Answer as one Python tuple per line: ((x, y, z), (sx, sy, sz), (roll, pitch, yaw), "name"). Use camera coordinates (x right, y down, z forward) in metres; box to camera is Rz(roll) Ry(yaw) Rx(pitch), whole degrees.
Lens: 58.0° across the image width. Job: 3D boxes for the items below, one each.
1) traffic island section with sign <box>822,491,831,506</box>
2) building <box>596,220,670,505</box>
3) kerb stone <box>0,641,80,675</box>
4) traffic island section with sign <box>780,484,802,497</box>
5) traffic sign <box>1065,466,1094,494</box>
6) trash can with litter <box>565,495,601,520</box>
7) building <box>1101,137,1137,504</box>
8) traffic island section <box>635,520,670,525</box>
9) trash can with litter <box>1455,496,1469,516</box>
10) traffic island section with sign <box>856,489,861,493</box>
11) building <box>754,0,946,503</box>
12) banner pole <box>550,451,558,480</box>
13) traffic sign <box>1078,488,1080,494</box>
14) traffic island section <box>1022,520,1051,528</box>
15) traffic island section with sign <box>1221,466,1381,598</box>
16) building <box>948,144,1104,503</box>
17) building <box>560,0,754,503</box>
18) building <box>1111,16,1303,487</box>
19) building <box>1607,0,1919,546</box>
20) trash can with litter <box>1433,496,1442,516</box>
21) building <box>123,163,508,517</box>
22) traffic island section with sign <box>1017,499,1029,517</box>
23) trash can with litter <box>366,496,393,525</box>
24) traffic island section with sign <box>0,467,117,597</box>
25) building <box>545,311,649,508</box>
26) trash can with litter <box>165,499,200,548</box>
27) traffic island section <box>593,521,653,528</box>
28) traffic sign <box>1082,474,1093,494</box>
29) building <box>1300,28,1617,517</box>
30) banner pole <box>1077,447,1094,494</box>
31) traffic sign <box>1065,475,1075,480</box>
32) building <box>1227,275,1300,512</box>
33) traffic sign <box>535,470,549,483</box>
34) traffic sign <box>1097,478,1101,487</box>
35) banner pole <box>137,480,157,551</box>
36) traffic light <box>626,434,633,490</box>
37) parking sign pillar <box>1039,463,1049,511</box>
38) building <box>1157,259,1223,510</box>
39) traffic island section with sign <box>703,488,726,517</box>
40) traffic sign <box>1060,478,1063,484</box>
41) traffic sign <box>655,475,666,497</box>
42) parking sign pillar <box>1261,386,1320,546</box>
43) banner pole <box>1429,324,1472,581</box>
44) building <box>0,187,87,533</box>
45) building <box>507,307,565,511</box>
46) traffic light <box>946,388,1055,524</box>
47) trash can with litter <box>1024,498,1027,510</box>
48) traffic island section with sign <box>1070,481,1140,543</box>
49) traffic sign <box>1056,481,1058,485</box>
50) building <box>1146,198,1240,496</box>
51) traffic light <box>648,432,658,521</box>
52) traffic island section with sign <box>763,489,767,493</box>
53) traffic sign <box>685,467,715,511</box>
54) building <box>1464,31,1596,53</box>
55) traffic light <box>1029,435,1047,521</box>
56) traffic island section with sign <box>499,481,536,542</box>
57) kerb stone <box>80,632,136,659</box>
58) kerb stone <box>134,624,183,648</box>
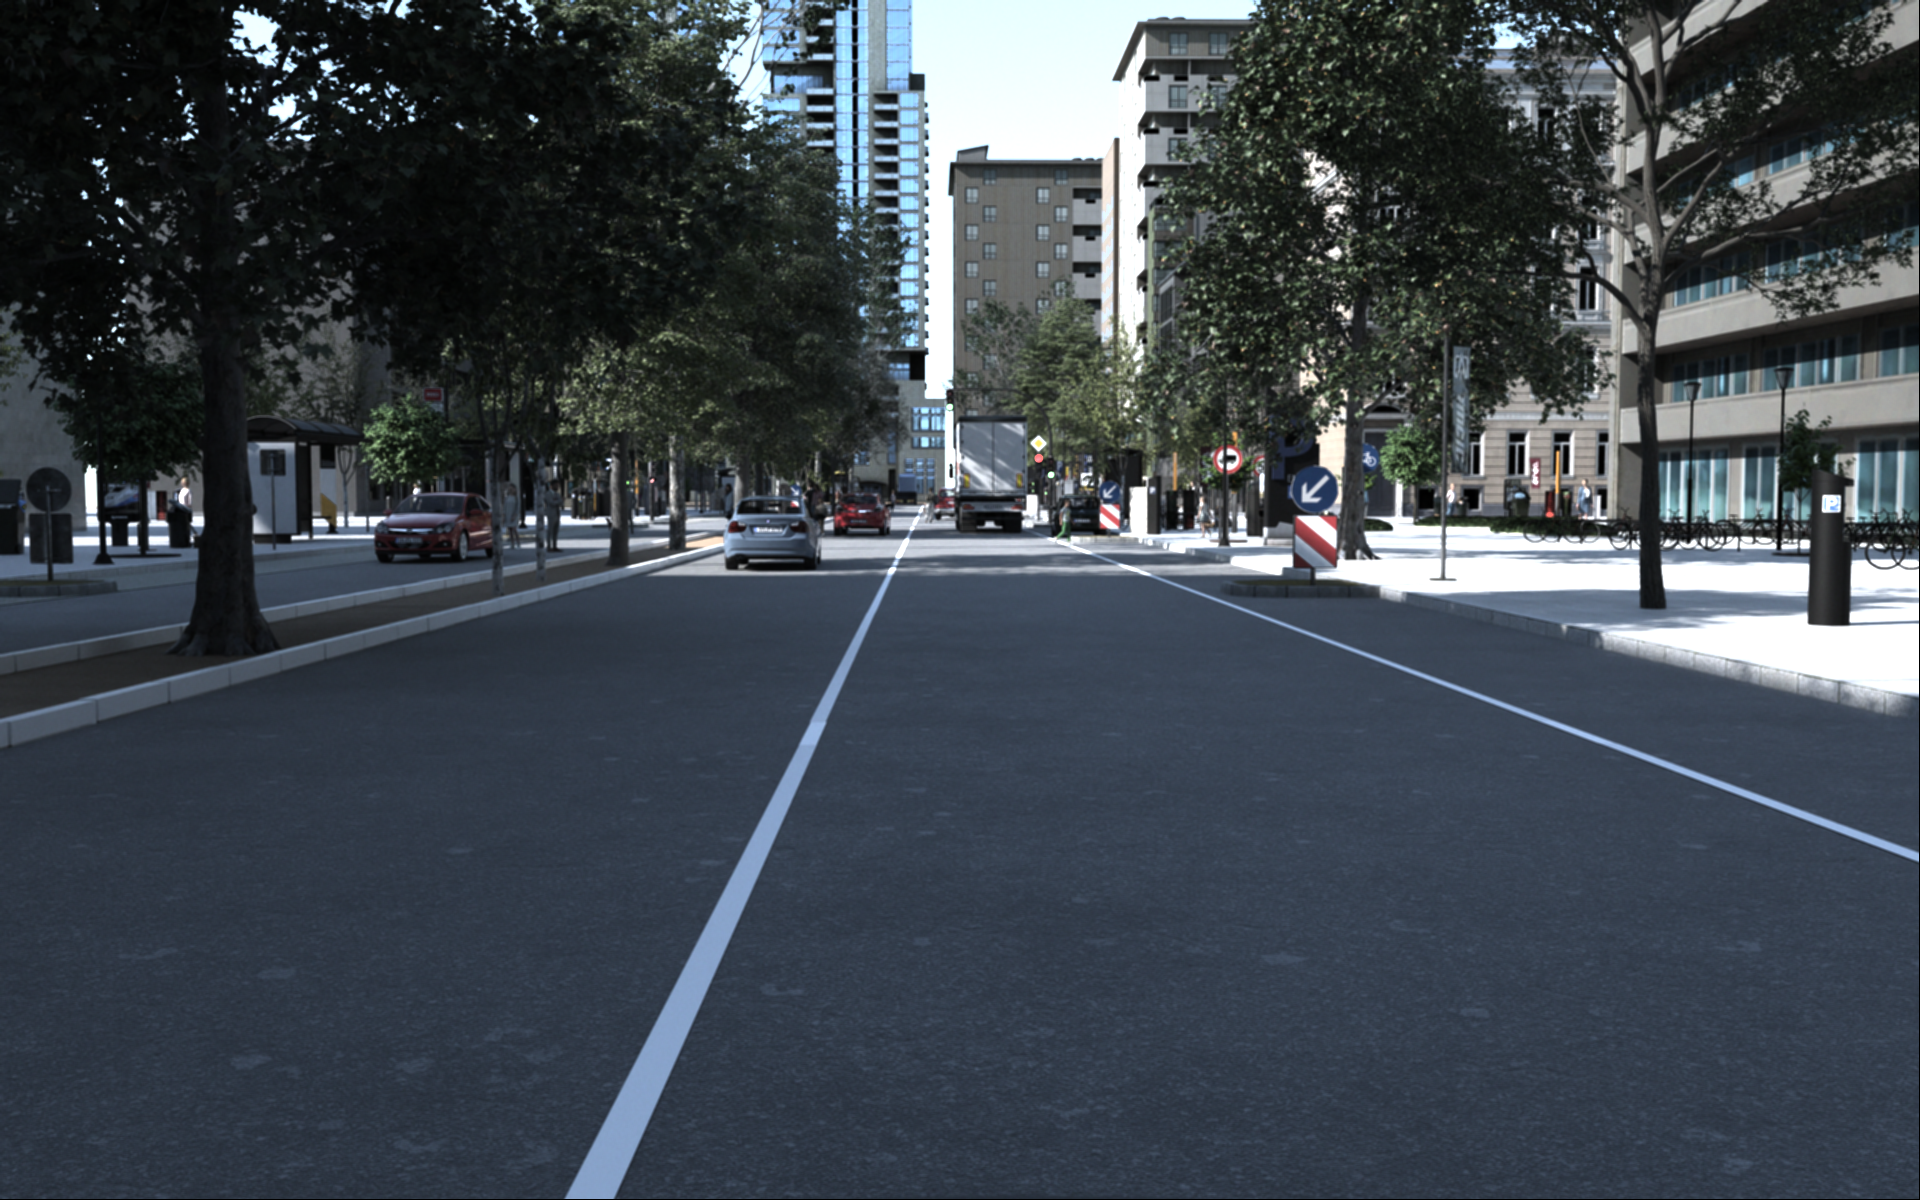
((-16.664, -12.391, 211.221), (1.989, 1.847, 2.006), (0, 4, -1), "traffic island section with sign")
((-47.549, -33.769, 206.755), (28.867, 44.769, 22.147), (0, 4, -1), "building")
((-7.626, 0.479, 14.369), (0.120, 0.150, 1.000), (0, 4, -1), "kerb stone")
((-7.778, -4.530, 82.205), (2.006, 1.907, 1.989), (0, 4, -1), "traffic island section with sign")
((8.809, -8.099, 126.290), (2.265, 3.308, 0.079), (0, 4, 3), "traffic sign")
((-18.533, -4.541, 85.302), (1.678, 1.210, 2.233), (-1, 4, -16), "trash can with litter")
((24.954, -34.410, 212.722), (14.600, 45.320, 14.200), (0, 4, -1), "building")
((-14.674, -3.679, 82.426), (2.009, 0.180, 2.903), (0, 4, -1), "traffic island section")
((23.977, -4.403, 83.370), (0.624, 1.170, 1.055), (-2, 4, -29), "trash can with litter")
((-9.136, -9.125, 157.331), (2.006, 1.907, 1.989), (0, 4, -1), "traffic island section with sign")
((-17.775, -58.176, 263.843), (31.000, 86.520, 22.319), (0, 4, -1), "building")
((-21.629, -6.250, 92.211), (0.401, 3.779, 0.863), (-3, 5, -45), "banner pole")
((7.529, -6.692, 109.526), (0.768, 2.556, 0.104), (0, 4, 5), "traffic sign")
((3.765, -3.698, 82.751), (2.009, 0.180, 2.903), (0, 4, -1), "traffic island section")
((4.812, -0.992, 24.848), (1.989, 1.847, 2.006), (0, 4, -1), "traffic island section with sign")
((11.990, -41.587, 269.186), (27.495, 52.752, 28.713), (0, 4, -1), "building")
((-48.783, -58.186, 264.006), (31.000, 86.520, 22.319), (0, 4, -1), "building")
((32.349, -36.824, 191.315), (28.713, 52.752, 27.495), (0, 4, -1), "building")
((33.122, -25.948, 47.945), (21.300, 48.544, 21.600), (0, 4, -1), "building")
((23.636, -4.523, 85.333), (0.624, 1.170, 1.055), (1, 4, 18), "trash can with litter")
((-39.473, -17.847, 110.865), (14.314, 24.678, 30.058), (0, 4, -1), "building")
((3.305, -6.091, 108.212), (1.989, 1.847, 2.006), (0, 4, -1), "traffic island section with sign")
((-23.780, -3.727, 71.990), (1.678, 1.210, 2.233), (-1, 4, -23), "trash can with litter")
((-13.318, -0.991, 24.827), (1.989, 1.847, 2.006), (0, 4, -1), "traffic island section with sign")
((-46.826, -19.978, 171.678), (27.650, 21.520, 28.899), (0, 4, -1), "building")
((-18.333, -1.826, 41.246), (1.055, 1.170, 0.624), (0, 4, -1), "trash can with litter")
((-14.530, -3.190, 74.442), (2.009, 0.180, 2.903), (0, 4, -1), "traffic island section")
((6.299, -5.108, 85.644), (0.606, 2.300, 0.079), (0, 4, 2), "traffic sign")
((31.179, -19.367, 102.557), (20.117, 28.700, 13.634), (0, 4, -1), "building")
((6.907, -6.348, 93.800), (0.863, 3.779, 0.401), (0, 4, 3), "banner pole")
((6.911, -6.590, 107.849), (0.768, 2.556, 0.104), (0, 4, 7), "traffic sign")
((24.423, -16.518, 119.219), (9.793, 20.994, 18.267), (0, 4, -1), "building")
((-21.185, -5.359, 87.723), (0.768, 2.556, 0.104), (0, 4, 1), "traffic sign")
((8.366, -6.364, 106.177), (0.606, 2.300, 0.079), (0, 4, 7), "traffic sign")
((-18.470, -3.022, 39.425), (0.401, 3.779, 0.863), (0, 4, -5), "banner pole")
((-14.490, -5.222, 74.308), (0.839, 4.253, 0.868), (0, 4, -1), "traffic light")
((6.507, -8.891, 133.847), (1.447, 3.967, 1.447), (2, 4, 30), "parking sign pillar")
((25.264, -19.828, 143.248), (14.314, 24.678, 30.058), (0, 4, -1), "building")
((-14.794, -6.019, 107.045), (1.989, 1.847, 2.006), (0, 4, -1), "traffic island section with sign")
((8.393, -8.603, 140.758), (0.768, 2.556, 0.104), (0, 4, 7), "traffic sign")
((-19.953, -7.050, 115.372), (0.768, 2.556, 0.104), (0, 4, 4), "traffic sign")
((8.240, -3.336, 43.021), (1.447, 3.967, 1.447), (-1, 4, -9), "parking sign pillar")
((7.339, -2.185, 25.735), (0.863, 3.779, 0.401), (-3, 5, -40), "banner pole")
((-38.826, -12.222, 54.577), (16.860, 20.320, 10.420), (0, 4, -1), "building")
((-39.733, -16.357, 134.884), (16.820, 18.784, 16.811), (0, 4, -1), "building")
((1.778, -6.104, 74.474), (4.771, 5.953, 1.251), (0, 4, -1), "traffic light")
((5.343, -7.690, 137.116), (0.624, 1.170, 1.055), (1, 4, 23), "trash can with litter")
((4.317, -2.662, 52.145), (1.989, 1.847, 2.006), (0, 4, -1), "traffic island section with sign")
((9.016, -9.604, 156.754), (0.795, 2.593, 0.064), (0, 4, -1), "traffic sign")
((25.233, -24.423, 171.024), (14.160, 30.474, 14.107), (0, 4, -1), "building")
((-12.544, -6.587, 82.364), (4.771, 5.953, 1.251), (0, 4, -1), "traffic light")
((-15.283, -7.683, 134.239), (1.989, 1.847, 2.006), (0, 4, -1), "traffic island section with sign")
((-19.442, -8.290, 129.414), (2.265, 3.308, 0.079), (0, 4, 7), "traffic sign")
((57.741, -37.699, 205.622), (27.495, 52.752, 28.713), (0, 4, -1), "building")
((3.724, -5.732, 82.636), (0.839, 4.253, 0.868), (0, 4, -1), "traffic light")
((-13.812, -2.686, 52.549), (1.989, 1.847, 2.006), (0, 4, -1), "traffic island section with sign")
((-7.638, 0.419, 15.391), (0.120, 0.150, 1.000), (0, 4, -1), "kerb stone")
((-7.664, 0.356, 16.413), (0.120, 0.150, 1.000), (0, 4, -1), "kerb stone")
